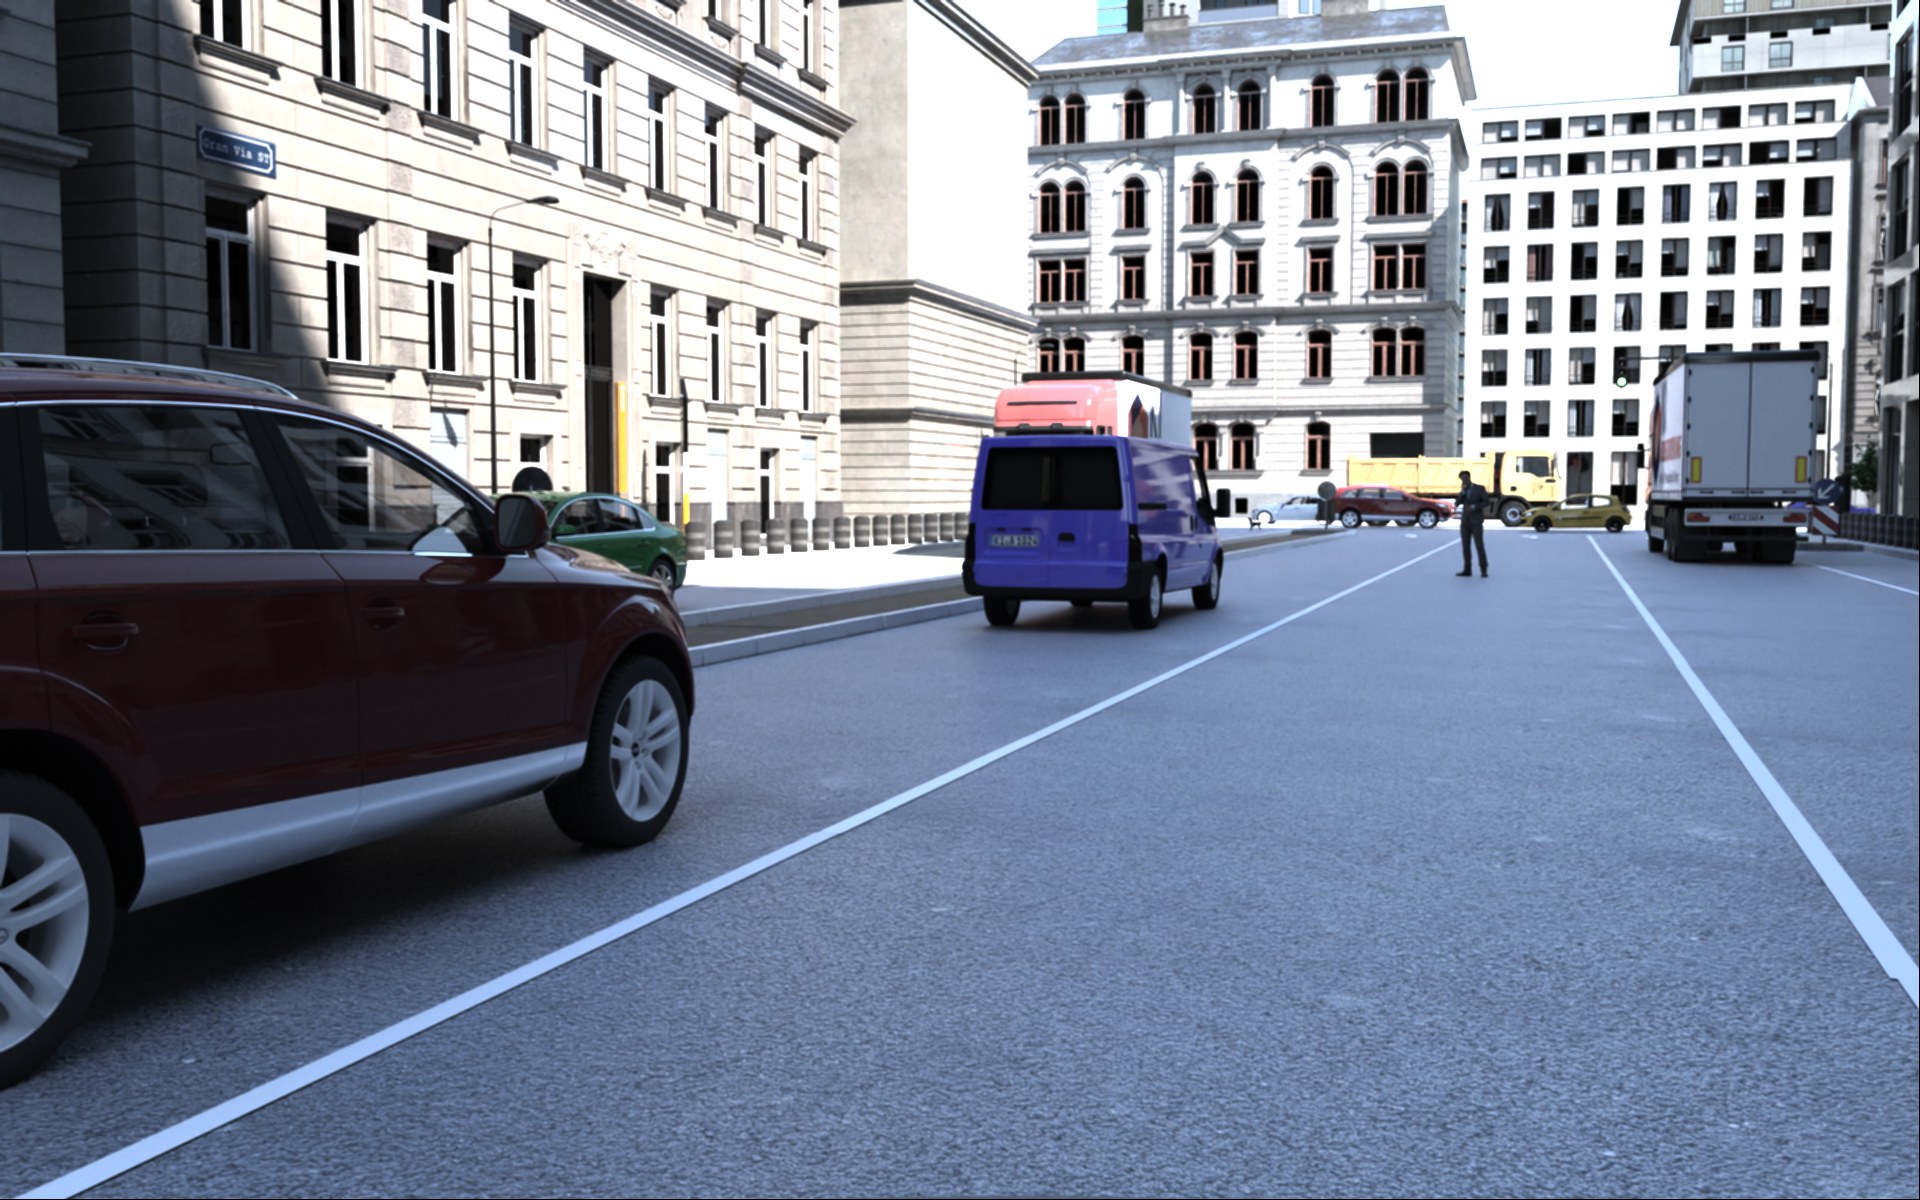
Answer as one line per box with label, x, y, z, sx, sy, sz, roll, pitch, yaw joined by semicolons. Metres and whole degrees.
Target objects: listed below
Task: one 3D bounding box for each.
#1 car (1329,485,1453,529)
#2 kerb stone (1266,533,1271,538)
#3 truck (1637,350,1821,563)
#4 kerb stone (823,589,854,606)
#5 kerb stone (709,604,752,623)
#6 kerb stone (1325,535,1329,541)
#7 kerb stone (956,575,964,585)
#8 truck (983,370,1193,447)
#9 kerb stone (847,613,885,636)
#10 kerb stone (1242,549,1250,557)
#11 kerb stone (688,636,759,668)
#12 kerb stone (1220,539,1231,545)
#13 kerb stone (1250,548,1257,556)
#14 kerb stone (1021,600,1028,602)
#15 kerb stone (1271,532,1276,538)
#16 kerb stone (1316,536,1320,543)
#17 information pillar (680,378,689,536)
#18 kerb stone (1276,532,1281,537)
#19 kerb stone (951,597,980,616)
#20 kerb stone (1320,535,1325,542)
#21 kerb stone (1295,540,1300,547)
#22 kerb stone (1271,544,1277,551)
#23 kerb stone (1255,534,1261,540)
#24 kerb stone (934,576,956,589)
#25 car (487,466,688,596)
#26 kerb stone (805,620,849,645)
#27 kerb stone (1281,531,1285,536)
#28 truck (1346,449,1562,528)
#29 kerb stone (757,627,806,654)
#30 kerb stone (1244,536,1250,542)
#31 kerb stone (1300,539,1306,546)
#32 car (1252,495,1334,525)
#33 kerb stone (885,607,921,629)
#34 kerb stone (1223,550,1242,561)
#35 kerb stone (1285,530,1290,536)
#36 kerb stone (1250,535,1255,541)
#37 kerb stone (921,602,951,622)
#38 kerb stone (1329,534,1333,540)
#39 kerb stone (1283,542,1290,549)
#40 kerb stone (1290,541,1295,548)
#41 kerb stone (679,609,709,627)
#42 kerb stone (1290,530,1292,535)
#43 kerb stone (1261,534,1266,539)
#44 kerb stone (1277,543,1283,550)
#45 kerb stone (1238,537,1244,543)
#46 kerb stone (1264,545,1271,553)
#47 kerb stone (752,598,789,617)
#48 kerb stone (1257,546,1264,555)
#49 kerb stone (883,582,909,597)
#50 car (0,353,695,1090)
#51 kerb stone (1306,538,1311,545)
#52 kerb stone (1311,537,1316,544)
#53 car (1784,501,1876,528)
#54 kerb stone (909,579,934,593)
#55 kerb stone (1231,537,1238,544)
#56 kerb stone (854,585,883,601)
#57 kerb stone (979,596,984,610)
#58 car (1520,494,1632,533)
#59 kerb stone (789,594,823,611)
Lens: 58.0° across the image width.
car;18.119;-3.948;73.228;5.304;1.827;2.281;1;4;18
kerb stone;9.764;-2.039;55.533;0.120;0.150;1.000;1;4;19
truck;17.169;-3.081;39.287;2.839;4.237;11.283;1;4;18
kerb stone;-1.653;-0.017;22.476;0.120;0.150;1.000;1;4;19
kerb stone;-2.652;0.162;19.549;0.120;0.150;1.000;1;4;19
kerb stone;11.054;-1.875;52.854;0.120;0.150;1.000;1;4;19
kerb stone;0.018;-0.315;27.340;0.120;0.150;1.000;1;4;19
truck;3.298;-3.233;41.772;2.839;4.237;11.283;1;4;19
kerb stone;-1.037;0.265;17.857;0.120;0.150;1.000;1;4;19
kerb stone;6.359;-1.042;39.240;0.120;0.150;1.000;1;4;19
kerb stone;-2.031;0.445;14.946;0.120;0.150;1.000;1;4;19
kerb stone;7.405;-1.622;48.712;0.120;0.150;1.000;1;4;19
kerb stone;6.697;-1.102;40.209;0.120;0.150;1.000;1;4;19
kerb stone;0.989;-0.093;23.711;0.120;0.150;1.000;1;4;19
kerb stone;10.088;-2.099;56.516;0.120;0.150;1.000;1;4;19
kerb stone;10.386;-1.756;50.913;0.120;0.150;1.000;1;4;19
information pillar;-5.559;-2.665;34.930;0.183;3.616;0.504;-1;4;-17
kerb stone;10.434;-2.158;57.483;0.120;0.150;1.000;1;4;19
kerb stone;-0.011;0.089;20.783;0.120;0.150;1.000;1;4;19
kerb stone;10.719;-1.816;51.883;0.120;0.150;1.000;1;4;19
kerb stone;9.044;-1.519;47.035;0.120;0.150;1.000;1;4;19
kerb stone;7.693;-1.280;43.135;0.120;0.150;1.000;1;4;19
kerb stone;9.087;-1.920;53.588;0.120;0.150;1.000;1;4;19
kerb stone;-0.313;-0.251;26.360;0.120;0.150;1.000;1;4;19
car;-4.877;-0.675;19.826;1.959;1.807;4.718;1;4;21
kerb stone;-1.360;0.325;16.884;0.120;0.150;1.000;1;4;19
kerb stone;10.766;-2.218;58.463;0.120;0.150;1.000;1;4;19
truck;21.964;-4.872;75.579;9.791;3.379;3.469;1;4;18
kerb stone;-1.698;0.384;15.916;0.120;0.150;1.000;1;4;19
kerb stone;8.414;-1.800;51.633;0.120;0.150;1.000;1;4;19
kerb stone;9.384;-1.579;48.005;0.120;0.150;1.000;1;4;19
car;16.099;-4.291;82.152;4.499;1.417;2.014;1;4;21
kerb stone;-0.684;0.205;18.840;0.120;0.150;1.000;1;4;19
kerb stone;6.024;-0.983;38.271;0.120;0.150;1.000;1;4;19
kerb stone;11.105;-2.277;59.430;0.120;0.150;1.000;1;4;19
kerb stone;8.756;-1.860;52.613;0.120;0.150;1.000;1;4;19
kerb stone;-0.350;0.146;19.809;0.120;0.150;1.000;1;4;19
kerb stone;11.390;-1.935;53.832;0.120;0.150;1.000;1;4;19
kerb stone;8.381;-1.400;45.086;0.120;0.150;1.000;1;4;19
kerb stone;8.710;-1.460;46.062;0.120;0.150;1.000;1;4;19
kerb stone;-3.002;0.226;18.563;0.120;0.150;1.000;1;4;19
kerb stone;11.439;-2.336;60.405;0.120;0.150;1.000;1;4;19
kerb stone;9.427;-1.974;54.565;0.120;0.150;1.000;1;4;19
kerb stone;8.036;-1.340;44.106;0.120;0.150;1.000;1;4;19
kerb stone;8.082;-1.741;50.659;0.120;0.150;1.000;1;4;19
kerb stone;7.367;-1.221;42.158;0.120;0.150;1.000;1;4;19
kerb stone;-2.317;0.107;20.524;0.120;0.150;1.000;1;4;19
kerb stone;7.035;-1.159;41.182;0.120;0.150;1.000;1;4;19
kerb stone;-0.986;-0.136;24.420;0.120;0.150;1.000;1;4;19
car;-2.750;0.175;5.817;2.281;1.827;5.304;1;4;19
kerb stone;9.717;-1.632;48.975;0.120;0.150;1.000;1;4;19
kerb stone;10.052;-1.691;49.944;0.120;0.150;1.000;1;4;19
car;37.181;-3.742;73.766;3.894;1.354;1.945;1;4;17
kerb stone;-0.649;-0.195;25.391;0.120;0.150;1.000;1;4;19
kerb stone;7.743;-1.678;49.691;0.120;0.150;1.000;1;4;19
kerb stone;-1.318;-0.076;23.448;0.120;0.150;1.000;1;4;19
kerb stone;0.325;0.027;21.756;0.120;0.150;1.000;1;4;19
car;23.124;-3.355;65.083;3.980;1.641;2.015;1;4;18
kerb stone;-1.987;0.042;21.506;0.120;0.150;1.000;1;4;19
